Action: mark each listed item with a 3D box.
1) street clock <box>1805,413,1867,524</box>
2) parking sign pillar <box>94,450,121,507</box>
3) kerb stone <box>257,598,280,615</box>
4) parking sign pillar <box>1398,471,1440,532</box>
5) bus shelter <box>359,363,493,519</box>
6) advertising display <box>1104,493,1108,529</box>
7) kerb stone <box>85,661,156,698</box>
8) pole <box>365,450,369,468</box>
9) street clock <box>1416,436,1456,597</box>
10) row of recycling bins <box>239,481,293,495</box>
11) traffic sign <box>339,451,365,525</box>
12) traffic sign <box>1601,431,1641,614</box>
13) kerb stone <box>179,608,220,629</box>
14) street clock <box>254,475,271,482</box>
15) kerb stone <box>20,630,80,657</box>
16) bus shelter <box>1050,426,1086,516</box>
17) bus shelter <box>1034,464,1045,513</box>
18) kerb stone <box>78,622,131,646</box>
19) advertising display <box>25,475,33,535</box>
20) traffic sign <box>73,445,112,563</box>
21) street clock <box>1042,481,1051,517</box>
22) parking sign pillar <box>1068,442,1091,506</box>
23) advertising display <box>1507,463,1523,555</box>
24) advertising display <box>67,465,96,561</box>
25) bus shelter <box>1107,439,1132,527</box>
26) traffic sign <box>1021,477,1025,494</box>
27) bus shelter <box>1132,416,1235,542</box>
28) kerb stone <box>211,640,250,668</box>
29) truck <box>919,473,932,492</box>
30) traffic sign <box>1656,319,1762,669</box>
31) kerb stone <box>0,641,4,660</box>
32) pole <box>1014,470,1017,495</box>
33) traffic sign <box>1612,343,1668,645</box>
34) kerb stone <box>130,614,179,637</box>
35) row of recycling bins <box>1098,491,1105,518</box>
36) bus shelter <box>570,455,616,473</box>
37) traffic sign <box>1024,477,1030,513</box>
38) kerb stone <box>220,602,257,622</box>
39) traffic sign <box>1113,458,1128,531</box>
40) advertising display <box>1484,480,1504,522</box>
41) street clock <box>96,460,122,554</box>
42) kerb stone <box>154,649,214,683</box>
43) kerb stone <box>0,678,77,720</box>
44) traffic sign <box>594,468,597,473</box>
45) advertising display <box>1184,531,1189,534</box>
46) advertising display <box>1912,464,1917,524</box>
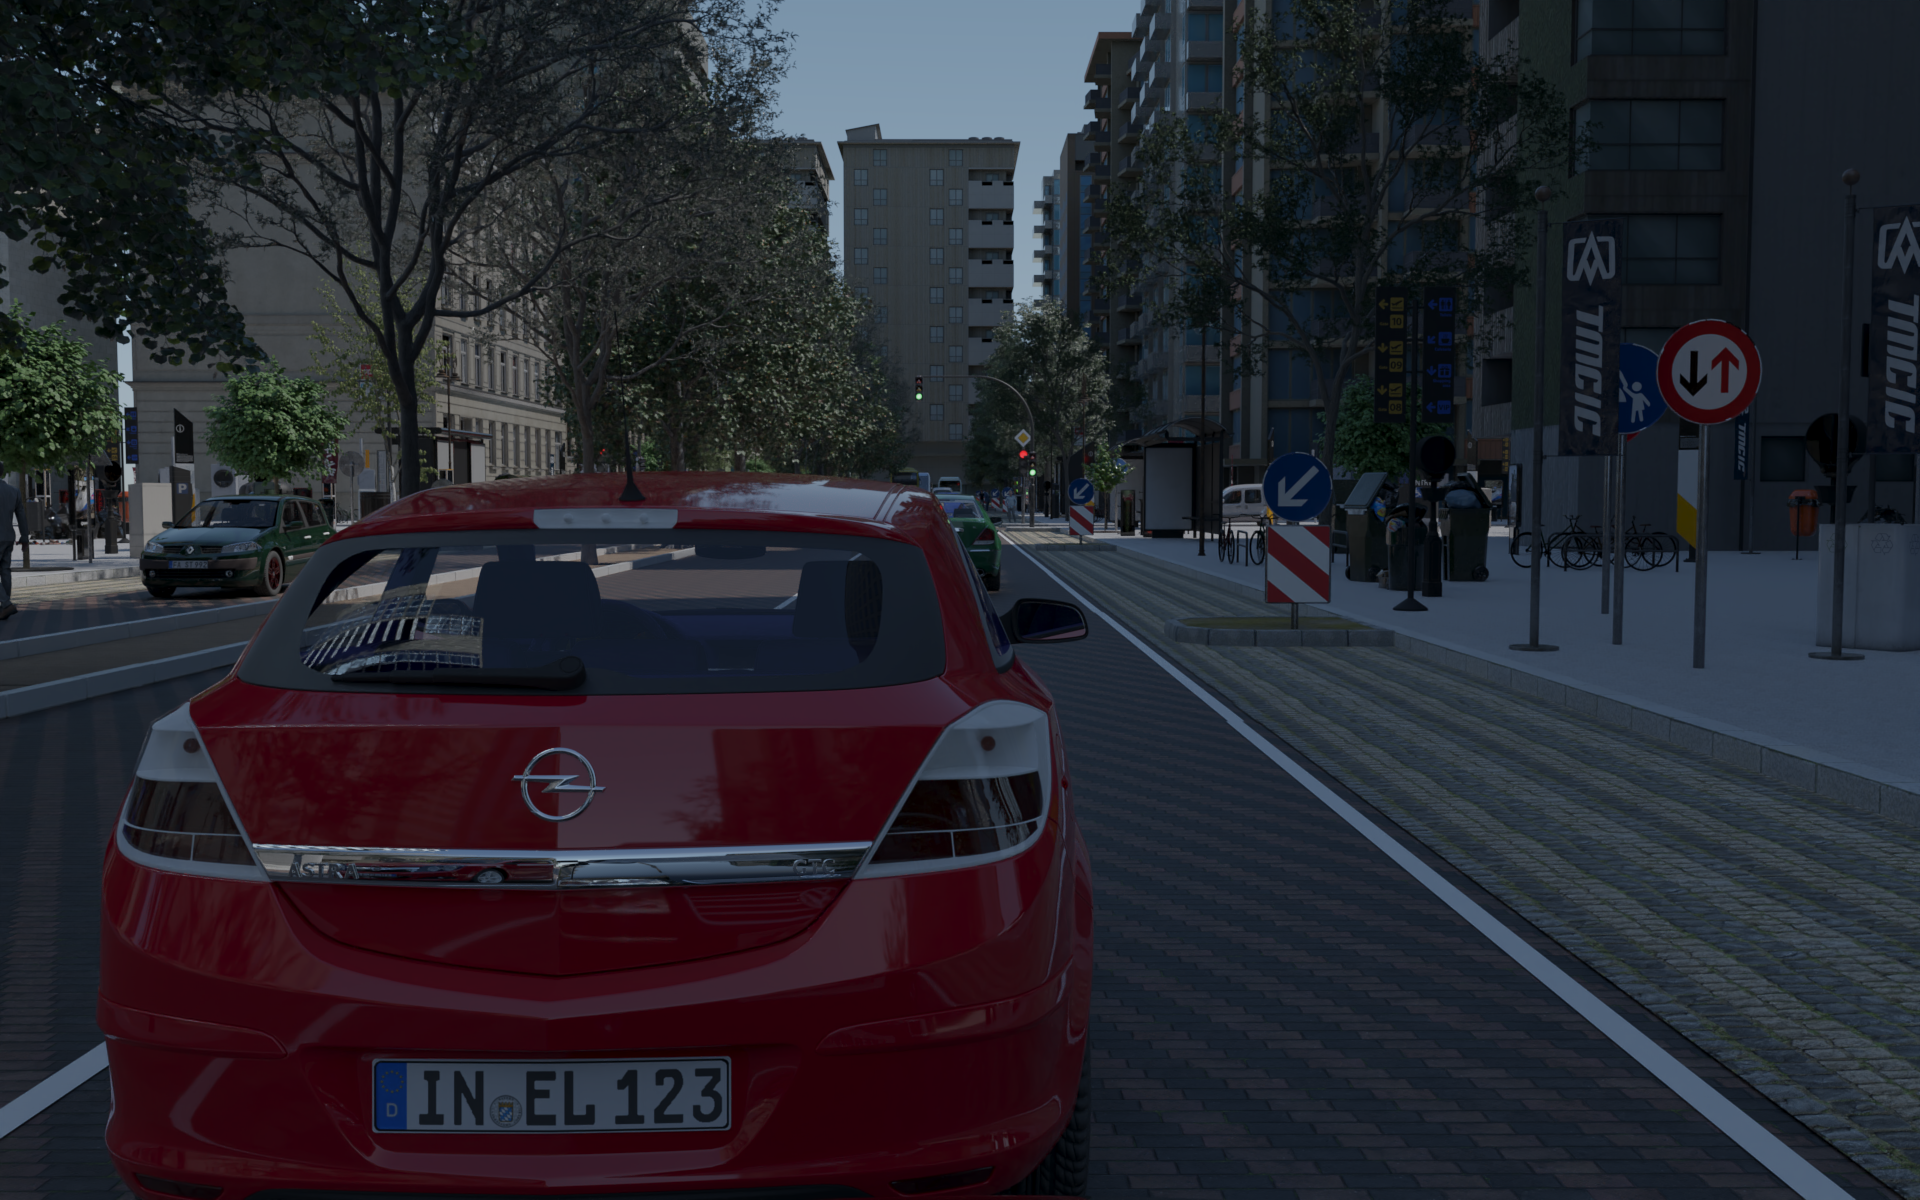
[{"bbox_3d":[7.854,-0.672,15.558,0.358,2.002,0.471,-3,5,-41],"label":"street clock"},{"bbox_3d":[-42.754,-6.008,86.707,1.447,3.967,1.447,2,4,28],"label":"parking sign pillar"},{"bbox_3d":[-8.303,0.090,20.760,0.120,0.150,1.000,0,4,0],"label":"kerb stone"},{"bbox_3d":[15.575,-4.304,58.846,1.447,3.967,1.447,2,4,27],"label":"parking sign pillar"},{"bbox_3d":[-17.243,-4.768,55.596,2.179,5.291,8.768,0,3,0],"label":"bus shelter"},{"bbox_3d":[5.362,-3.564,63.482,0.123,1.923,0.974,0,4,4],"label":"advertising display"},{"bbox_3d":[-6.165,0.586,12.616,0.120,0.150,1.000,0,4,0],"label":"kerb stone"},{"bbox_3d":[-27.354,-5.269,79.984,0.158,3.312,0.155,0,3,0],"label":"pole"},{"bbox_3d":[5.898,-1.040,21.582,0.471,2.002,0.358,-1,4,-9],"label":"street clock"},{"bbox_3d":[-23.102,-3.085,57.545,1.069,1.692,3.534,-3,4,-39],"label":"row of recycling bins"},{"bbox_3d":[-17.930,-3.117,51.069,0.768,2.556,0.104,0,4,2],"label":"traffic sign"},{"bbox_3d":[6.910,-1.123,18.474,0.768,2.556,0.104,0,4,6],"label":"traffic sign"},{"bbox_3d":[-8.298,0.213,18.714,0.120,0.150,1.000,0,4,0],"label":"kerb stone"},{"bbox_3d":[-19.613,-2.705,48.800,0.471,2.002,0.358,-1,4,-13],"label":"street clock"},{"bbox_3d":[-8.278,0.401,15.635,0.120,0.150,1.000,0,4,0],"label":"kerb stone"},{"bbox_3d":[6.388,-7.494,100.160,2.179,5.291,8.768,0,4,0],"label":"bus shelter"},{"bbox_3d":[6.194,-8.991,124.631,2.179,5.291,8.768,0,4,0],"label":"bus shelter"},{"bbox_3d":[-8.294,0.339,16.660,0.120,0.150,1.000,0,4,0],"label":"kerb stone"},{"bbox_3d":[-29.220,-3.003,54.319,0.123,1.923,0.974,-3,4,-37],"label":"advertising display"},{"bbox_3d":[-16.135,-1.961,32.065,0.884,2.594,0.081,0,4,1],"label":"traffic sign"},{"bbox_3d":[4.768,-5.542,95.174,0.471,2.002,0.358,-1,4,-22],"label":"street clock"},{"bbox_3d":[6.043,-6.050,87.397,1.447,3.967,1.447,-1,4,-10],"label":"parking sign pillar"},{"bbox_3d":[11.759,-1.927,36.719,0.123,1.923,0.974,0,4,7],"label":"advertising display"},{"bbox_3d":[-17.101,-1.745,33.747,0.123,1.923,0.974,0,4,-5],"label":"advertising display"},{"bbox_3d":[6.528,-4.314,64.453,2.014,3.302,5.546,0,4,0],"label":"bus shelter"},{"bbox_3d":[4.611,-7.622,124.729,0.768,2.556,0.104,0,4,3],"label":"traffic sign"},{"bbox_3d":[6.127,-3.299,47.858,2.014,3.302,5.546,0,3,0],"label":"bus shelter"},{"bbox_3d":[-6.187,0.465,14.669,0.120,0.150,1.000,0,4,0],"label":"kerb stone"},{"bbox_3d":[-5.202,-13.709,213.898,2.967,4.110,18.799,0,4,1],"label":"truck"},{"bbox_3d":[5.448,-0.770,12.694,0.768,2.556,0.104,0,4,0],"label":"traffic sign"},{"bbox_3d":[-8.282,0.464,14.613,0.120,0.150,1.000,0,4,0],"label":"kerb stone"},{"bbox_3d":[4.693,-9.294,145.803,0.158,3.312,0.155,0,3,0],"label":"pole"},{"bbox_3d":[5.609,-0.893,14.701,0.768,2.556,0.104,1,4,9],"label":"traffic sign"},{"bbox_3d":[-8.289,0.276,17.682,0.120,0.150,1.000,0,4,0],"label":"kerb stone"},{"bbox_3d":[8.881,-5.291,93.617,3.534,1.692,1.069,-3,4,-38],"label":"row of recycling bins"},{"bbox_3d":[-16.445,-5.277,80.198,2.014,3.302,5.546,0,4,0],"label":"bus shelter"},{"bbox_3d":[4.727,-7.350,120.279,0.768,2.556,0.104,0,3,0],"label":"traffic sign"},{"bbox_3d":[-8.299,0.151,19.736,0.120,0.150,1.000,0,4,0],"label":"kerb stone"},{"bbox_3d":[5.480,-3.704,60.673,0.768,2.556,0.104,0,4,5],"label":"traffic sign"},{"bbox_3d":[24.823,-4.607,80.544,0.123,1.923,0.974,-3,5,-39],"label":"advertising display"},{"bbox_3d":[-18.198,-1.989,37.087,0.358,2.002,0.471,1,4,22],"label":"street clock"},{"bbox_3d":[-6.171,0.529,13.641,0.120,0.150,1.000,0,4,0],"label":"kerb stone"},{"bbox_3d":[-6.155,0.649,11.586,0.120,0.150,1.000,0,4,0],"label":"kerb stone"},{"bbox_3d":[-16.360,-4.715,77.089,0.884,2.594,0.081,0,4,0],"label":"traffic sign"},{"bbox_3d":[7.102,-3.086,55.664,0.123,1.923,0.974,-2,4,-27],"label":"advertising display"},{"bbox_3d":[20.722,-1.924,36.676,0.974,1.923,0.123,1,4,14],"label":"advertising display"}]
